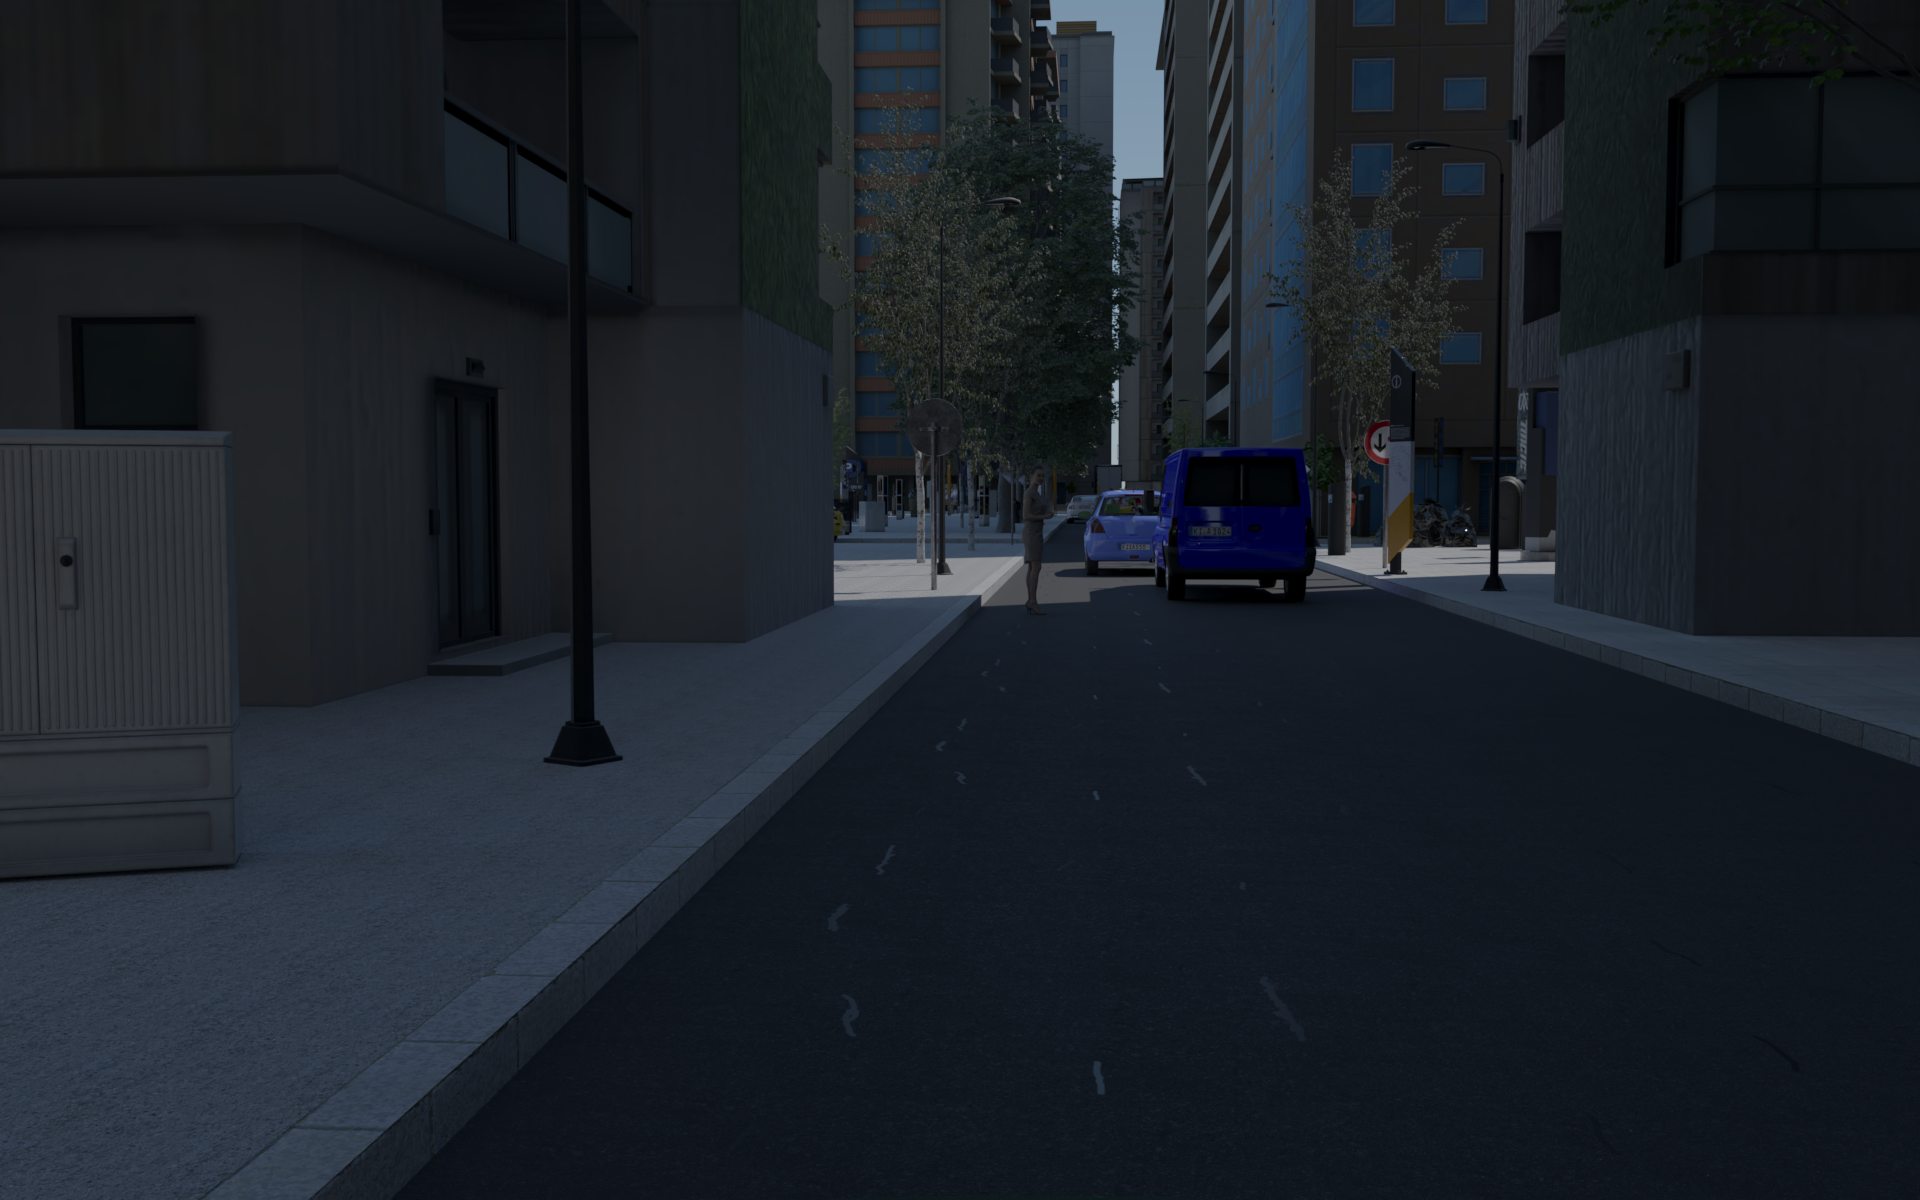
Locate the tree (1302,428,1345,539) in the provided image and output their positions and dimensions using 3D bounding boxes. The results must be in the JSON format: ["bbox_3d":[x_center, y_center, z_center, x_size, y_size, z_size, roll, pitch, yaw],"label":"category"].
[{"bbox_3d":[10.487,-3.390,50.025,1.663,3.219,1.824,0,3,0],"label":"tree"}]

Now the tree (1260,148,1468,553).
[{"bbox_3d":[8.736,-5.344,37.735,4.360,8.622,3.978,0,3,0],"label":"tree"}]

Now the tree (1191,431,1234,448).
[{"bbox_3d":[12.914,-6.348,87.503,4.285,4.588,4.351,0,3,0],"label":"tree"}]

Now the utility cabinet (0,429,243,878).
[{"bbox_3d":[-3.071,0.175,5.816,1.173,1.500,0.318,-1,4,-18],"label":"utility cabinet"}]

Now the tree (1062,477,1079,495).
[{"bbox_3d":[12.585,-12.239,194.710,1.663,3.219,1.824,0,3,0],"label":"tree"}]

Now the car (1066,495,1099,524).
[{"bbox_3d":[6.240,-4.466,85.380,2.083,1.381,4.827,0,4,6],"label":"car"}]

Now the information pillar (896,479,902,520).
[{"bbox_3d":[-3.038,-5.020,86.561,0.304,2.012,0.304,0,4,-3],"label":"information pillar"}]

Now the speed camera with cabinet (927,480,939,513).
[{"bbox_3d":[-1.761,-7.428,115.787,0.660,3.252,2.038,1,4,10],"label":"speed camera with cabinet"}]

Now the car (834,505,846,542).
[{"bbox_3d":[-5.254,-2.381,49.149,3.980,1.641,2.015,0,4,5],"label":"car"}]

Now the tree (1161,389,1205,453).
[{"bbox_3d":[15.798,-10.387,120.185,4.737,8.622,4.395,0,3,0],"label":"tree"}]

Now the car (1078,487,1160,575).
[{"bbox_3d":[3.137,-1.357,31.785,1.945,1.707,3.694,0,4,3],"label":"car"}]

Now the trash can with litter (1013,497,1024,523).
[{"bbox_3d":[2.618,-3.945,75.891,1.055,1.170,0.624,-1,4,-14],"label":"trash can with litter"}]

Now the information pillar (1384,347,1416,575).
[{"bbox_3d":[6.990,-2.208,27.452,0.183,3.616,0.504,-2,4,-30],"label":"information pillar"}]

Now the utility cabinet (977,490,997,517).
[{"bbox_3d":[1.480,-5.295,95.252,1.173,1.500,0.318,-3,5,-41],"label":"utility cabinet"}]

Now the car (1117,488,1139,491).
[{"bbox_3d":[11.366,-6.637,117.192,2.281,1.827,5.304,0,4,4],"label":"car"}]

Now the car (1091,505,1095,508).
[{"bbox_3d":[6.108,-3.504,67.513,2.015,1.641,3.980,0,4,5],"label":"car"}]

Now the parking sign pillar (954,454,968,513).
[{"bbox_3d":[0.304,-7.936,118.231,1.447,3.967,1.447,2,4,26],"label":"parking sign pillar"}]

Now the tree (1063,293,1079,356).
[{"bbox_3d":[0.331,-5.412,38.853,4.360,8.622,3.978,0,3,0],"label":"tree"}]

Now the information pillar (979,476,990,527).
[{"bbox_3d":[0.965,-3.921,68.602,0.304,2.012,0.304,-3,5,-44],"label":"information pillar"}]

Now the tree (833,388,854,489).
[{"bbox_3d":[-8.772,-9.993,113.748,4.737,8.622,4.395,0,3,0],"label":"tree"}]

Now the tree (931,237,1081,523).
[{"bbox_3d":[2.470,-9.741,77.398,7.486,12.596,7.792,0,3,0],"label":"tree"}]

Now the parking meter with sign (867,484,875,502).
[{"bbox_3d":[-6.781,-7.998,127.031,0.543,3.016,1.738,2,4,25],"label":"parking meter with sign"}]

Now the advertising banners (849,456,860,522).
[{"bbox_3d":[-4.778,-5.078,79.207,0.090,3.025,2.074,0,4,3],"label":"advertising banners"}]

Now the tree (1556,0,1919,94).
[{"bbox_3d":[7.039,-5.162,10.152,9.928,11.665,9.643,0,3,0],"label":"tree"}]

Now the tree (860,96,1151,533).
[{"bbox_3d":[1.620,-9.192,56.952,9.857,13.997,8.962,0,3,0],"label":"tree"}]

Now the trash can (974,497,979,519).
[{"bbox_3d":[0.842,-4.847,90.899,0.748,1.137,0.748,0,3,0],"label":"trash can"}]

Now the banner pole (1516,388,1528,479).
[{"bbox_3d":[11.655,-2.786,35.572,0.401,3.779,0.863,-1,4,-15],"label":"banner pole"}]

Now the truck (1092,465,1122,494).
[{"bbox_3d":[14.432,-11.061,169.766,2.839,4.237,11.283,0,4,3],"label":"truck"}]

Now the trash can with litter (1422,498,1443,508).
[{"bbox_3d":[13.793,-2.364,50.031,1.055,1.170,0.624,-2,4,-24],"label":"trash can with litter"}]

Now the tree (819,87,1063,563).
[{"bbox_3d":[-0.662,-4.975,31.710,4.360,8.622,3.978,0,3,0],"label":"tree"}]

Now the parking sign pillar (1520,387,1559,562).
[{"bbox_3d":[11.549,-2.739,33.257,1.447,3.967,1.447,-1,4,-21],"label":"parking sign pillar"}]

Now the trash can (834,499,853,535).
[{"bbox_3d":[-3.693,-2.606,54.265,0.748,1.137,0.748,0,3,0],"label":"trash can"}]

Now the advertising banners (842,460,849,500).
[{"bbox_3d":[-5.624,-5.694,89.286,0.090,3.025,2.074,1,4,22],"label":"advertising banners"}]

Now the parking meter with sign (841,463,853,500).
[{"bbox_3d":[-6.266,-6.038,94.989,0.543,3.016,1.738,0,4,6],"label":"parking meter with sign"}]

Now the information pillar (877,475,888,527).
[{"bbox_3d":[-3.050,-3.908,68.391,0.304,2.012,0.304,3,5,39],"label":"information pillar"}]

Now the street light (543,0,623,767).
[{"bbox_3d":[-1.271,-2.174,8.094,1.470,5.913,1.316,0,4,4],"label":"street light"}]

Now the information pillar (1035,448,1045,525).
[{"bbox_3d":[3.310,-4.937,72.079,0.183,3.616,0.504,-3,4,-38],"label":"information pillar"}]

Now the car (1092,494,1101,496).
[{"bbox_3d":[10.868,-7.620,136.594,2.014,1.417,4.499,0,4,3],"label":"car"}]

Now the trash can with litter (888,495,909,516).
[{"bbox_3d":[-3.980,-5.519,101.298,2.233,1.210,1.678,3,5,41],"label":"trash can with litter"}]

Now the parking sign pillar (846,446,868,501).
[{"bbox_3d":[-5.845,-6.639,97.021,1.447,3.967,1.447,2,4,27],"label":"parking sign pillar"}]

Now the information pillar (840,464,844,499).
[{"bbox_3d":[-8.332,-8.079,123.439,0.504,3.616,0.183,3,5,44],"label":"information pillar"}]
